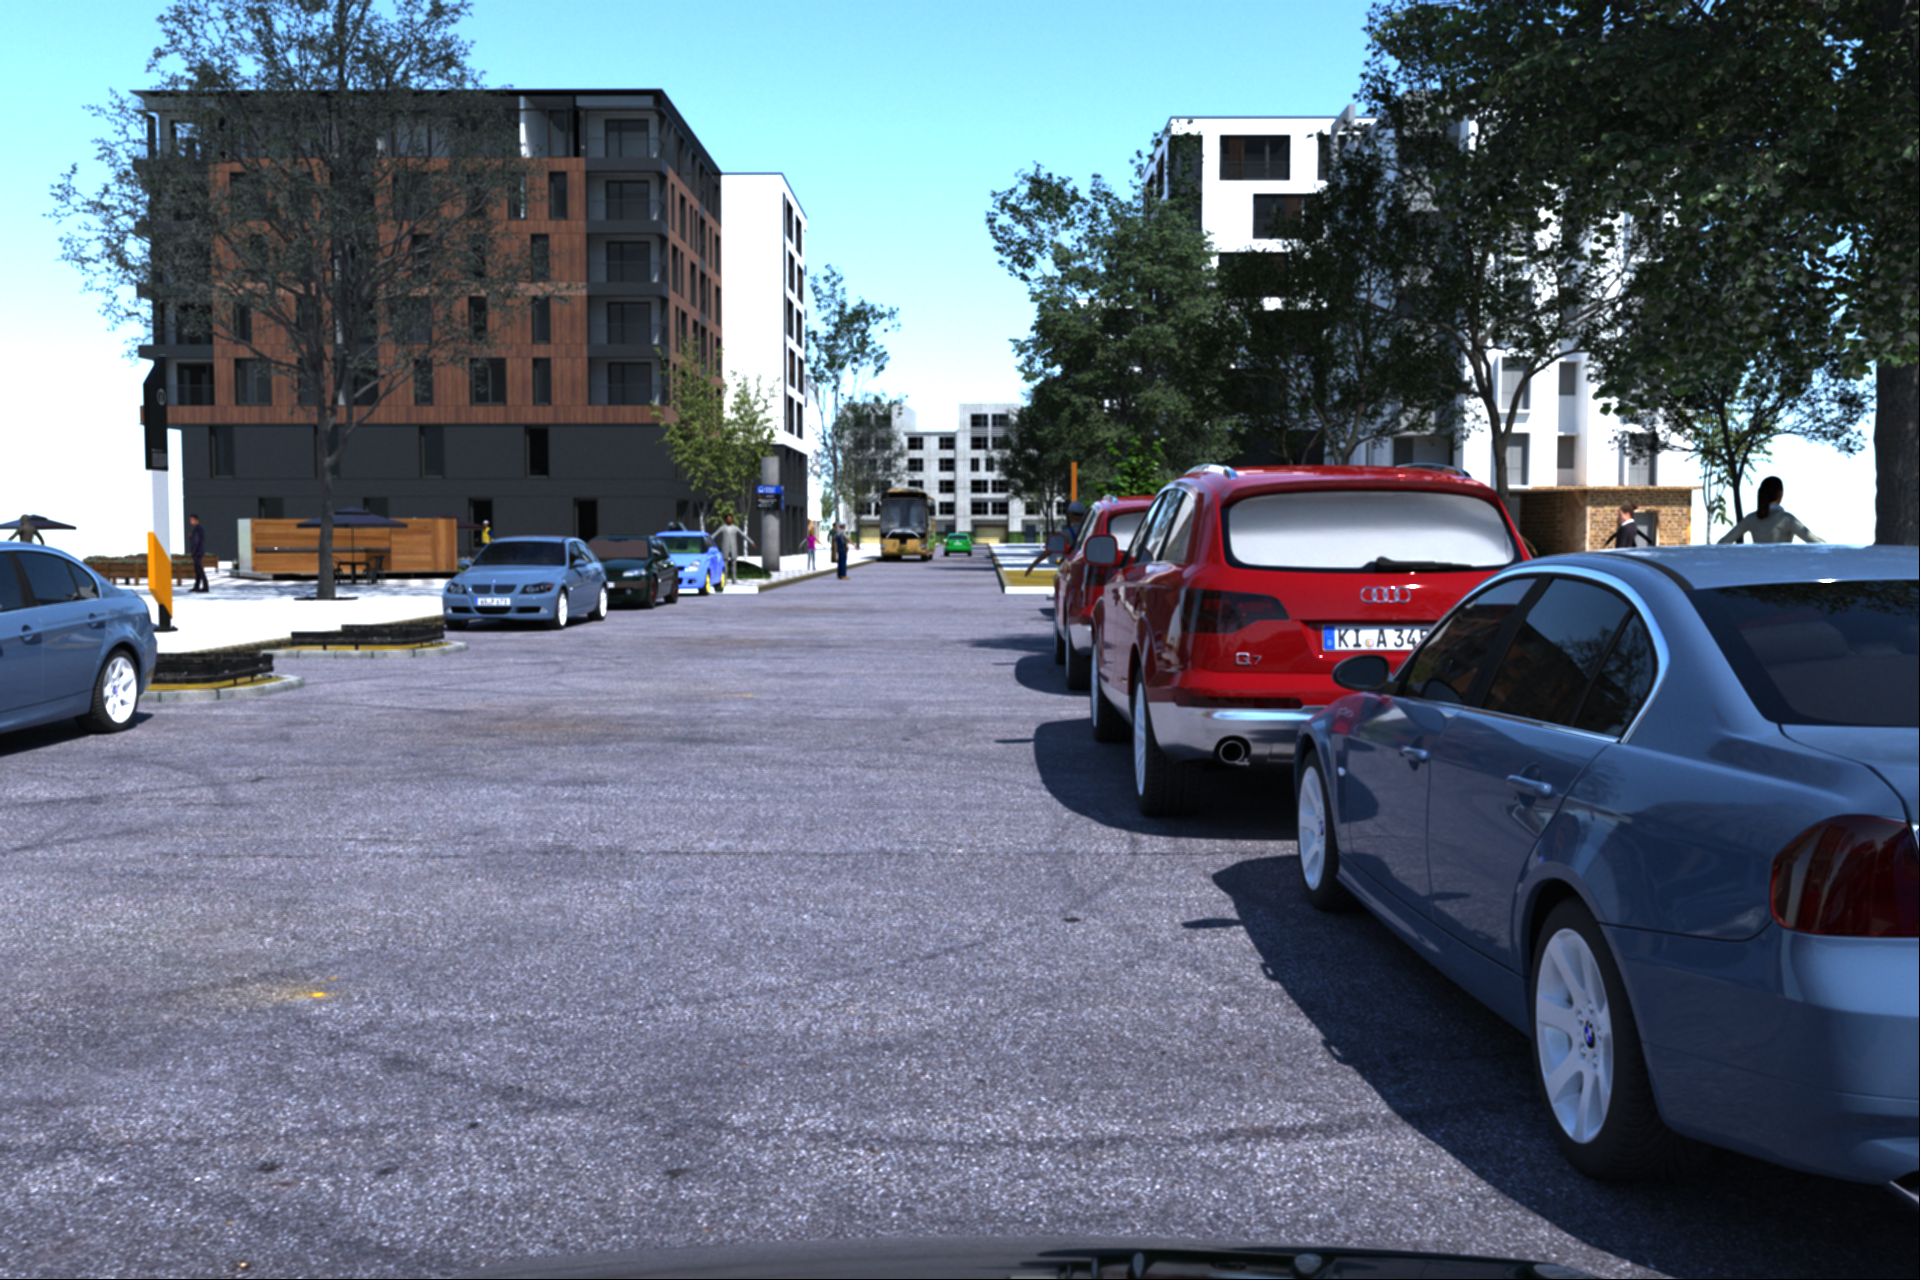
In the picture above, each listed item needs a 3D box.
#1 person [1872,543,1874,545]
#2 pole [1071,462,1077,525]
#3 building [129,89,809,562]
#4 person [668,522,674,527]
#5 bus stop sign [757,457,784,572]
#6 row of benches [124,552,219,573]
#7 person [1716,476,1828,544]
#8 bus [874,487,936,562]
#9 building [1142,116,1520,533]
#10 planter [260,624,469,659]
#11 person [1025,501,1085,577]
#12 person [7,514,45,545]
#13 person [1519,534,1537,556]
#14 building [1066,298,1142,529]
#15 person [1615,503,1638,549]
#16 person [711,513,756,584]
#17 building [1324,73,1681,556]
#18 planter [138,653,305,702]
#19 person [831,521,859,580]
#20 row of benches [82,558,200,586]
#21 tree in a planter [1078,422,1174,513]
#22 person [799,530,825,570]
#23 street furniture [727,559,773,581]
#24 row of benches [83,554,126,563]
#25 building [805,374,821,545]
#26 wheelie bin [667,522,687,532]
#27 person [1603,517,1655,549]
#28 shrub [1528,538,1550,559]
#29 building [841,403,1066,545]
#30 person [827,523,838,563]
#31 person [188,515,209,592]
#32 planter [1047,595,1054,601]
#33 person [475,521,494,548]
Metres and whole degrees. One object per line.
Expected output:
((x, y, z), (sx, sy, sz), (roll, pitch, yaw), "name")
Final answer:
((9.334, -0.644, 17.345), (0.721, 1.737, 1.217), (0, 4, -3), "person")
((3.229, -3.382, 49.132), (0.158, 3.312, 0.155), (0, 3, 0), "pole")
((-24.000, -15.431, 96.265), (27.936, 21.610, 32.646), (0, 4, 1), "building")
((-13.029, -4.420, 78.394), (0.704, 1.817, 1.347), (-3, 4, -38), "person")
((-6.466, -4.285, 59.083), (0.837, 3.901, 0.837), (0, 4, 0), "bus stop sign")
((-26.474, -2.615, 58.224), (4.104, 0.672, 1.422), (2, 4, 28), "row of benches")
((6.369, -0.410, 13.539), (0.721, 1.735, 1.217), (-3, 5, -40), "person")
((-2.770, -6.241, 93.582), (2.896, 3.916, 12.252), (0, 4, 1), "bus")
((24.326, -15.742, 101.356), (27.936, 21.610, 32.646), (0, 4, 0), "building")
((-7.065, 0.014, 20.916), (1.991, 0.319, 1.994), (0, 4, 1), "planter")
((1.454, -0.830, 21.881), (1.347, 1.847, 0.705), (-2, 4, -27), "person")
((-24.818, -2.438, 45.995), (0.705, 1.813, 1.348), (1, 4, 20), "person")
((9.033, -1.360, 29.011), (1.217, 1.736, 0.721), (2, 4, 28), "person")
((24.046, -19.703, 166.116), (27.936, 21.610, 32.646), (0, 4, 1), "building")
((9.464, -1.097, 24.784), (0.445, 1.727, 0.742), (0, 4, 8), "person")
((-5.899, -2.333, 44.325), (1.347, 1.806, 0.705), (-1, 4, -15), "person")
((21.763, -13.528, 77.600), (16.016, 20.090, 11.380), (0, 4, 1), "building")
((-7.130, 0.331, 15.729), (1.991, 0.319, 1.994), (0, 4, 1), "planter")
((-3.698, -2.837, 54.703), (0.705, 1.847, 1.347), (-3, 5, -42), "person")
((-20.734, -1.714, 43.484), (4.104, 0.672, 1.422), (2, 4, 24), "row of benches")
((2.803, -1.869, 27.778), (1.991, 3.239, 1.994), (0, 4, 2), "tree in a planter")
((-5.273, -3.208, 61.721), (0.991, 1.433, 0.599), (-2, 4, -26), "person")
((-8.449, -2.250, 52.411), (5.734, 0.657, 10.072), (0, 4, -5), "street furniture")
((-27.496, -2.254, 52.310), (4.104, 0.672, 1.422), (-1, 4, -13), "row of benches")
((-22.620, -21.336, 205.266), (16.016, 20.090, 11.380), (0, 4, 0), "building")
((-7.476, -2.340, 46.168), (0.693, 1.594, 0.980), (0, 4, 0), "wheelie bin")
((16.352, -2.177, 42.323), (1.216, 1.740, 0.721), (2, 4, 30), "person")
((15.762, -2.243, 47.792), (1.383, 1.207, 1.383), (0, 3, 0), "shrub")
((0.435, -22.692, 239.934), (31.486, 18.905, 16.747), (0, 4, 5), "building")
((-5.583, -4.345, 77.320), (0.705, 1.796, 1.348), (-3, 4, -38), "person")
((-16.818, -1.910, 38.193), (0.530, 1.710, 0.541), (0, 4, -7), "person")
((2.905, -1.026, 37.917), (1.991, 0.319, 1.994), (0, 4, 1), "planter")
((-19.363, -3.959, 70.706), (1.349, 1.833, 0.705), (3, 5, 43), "person")
